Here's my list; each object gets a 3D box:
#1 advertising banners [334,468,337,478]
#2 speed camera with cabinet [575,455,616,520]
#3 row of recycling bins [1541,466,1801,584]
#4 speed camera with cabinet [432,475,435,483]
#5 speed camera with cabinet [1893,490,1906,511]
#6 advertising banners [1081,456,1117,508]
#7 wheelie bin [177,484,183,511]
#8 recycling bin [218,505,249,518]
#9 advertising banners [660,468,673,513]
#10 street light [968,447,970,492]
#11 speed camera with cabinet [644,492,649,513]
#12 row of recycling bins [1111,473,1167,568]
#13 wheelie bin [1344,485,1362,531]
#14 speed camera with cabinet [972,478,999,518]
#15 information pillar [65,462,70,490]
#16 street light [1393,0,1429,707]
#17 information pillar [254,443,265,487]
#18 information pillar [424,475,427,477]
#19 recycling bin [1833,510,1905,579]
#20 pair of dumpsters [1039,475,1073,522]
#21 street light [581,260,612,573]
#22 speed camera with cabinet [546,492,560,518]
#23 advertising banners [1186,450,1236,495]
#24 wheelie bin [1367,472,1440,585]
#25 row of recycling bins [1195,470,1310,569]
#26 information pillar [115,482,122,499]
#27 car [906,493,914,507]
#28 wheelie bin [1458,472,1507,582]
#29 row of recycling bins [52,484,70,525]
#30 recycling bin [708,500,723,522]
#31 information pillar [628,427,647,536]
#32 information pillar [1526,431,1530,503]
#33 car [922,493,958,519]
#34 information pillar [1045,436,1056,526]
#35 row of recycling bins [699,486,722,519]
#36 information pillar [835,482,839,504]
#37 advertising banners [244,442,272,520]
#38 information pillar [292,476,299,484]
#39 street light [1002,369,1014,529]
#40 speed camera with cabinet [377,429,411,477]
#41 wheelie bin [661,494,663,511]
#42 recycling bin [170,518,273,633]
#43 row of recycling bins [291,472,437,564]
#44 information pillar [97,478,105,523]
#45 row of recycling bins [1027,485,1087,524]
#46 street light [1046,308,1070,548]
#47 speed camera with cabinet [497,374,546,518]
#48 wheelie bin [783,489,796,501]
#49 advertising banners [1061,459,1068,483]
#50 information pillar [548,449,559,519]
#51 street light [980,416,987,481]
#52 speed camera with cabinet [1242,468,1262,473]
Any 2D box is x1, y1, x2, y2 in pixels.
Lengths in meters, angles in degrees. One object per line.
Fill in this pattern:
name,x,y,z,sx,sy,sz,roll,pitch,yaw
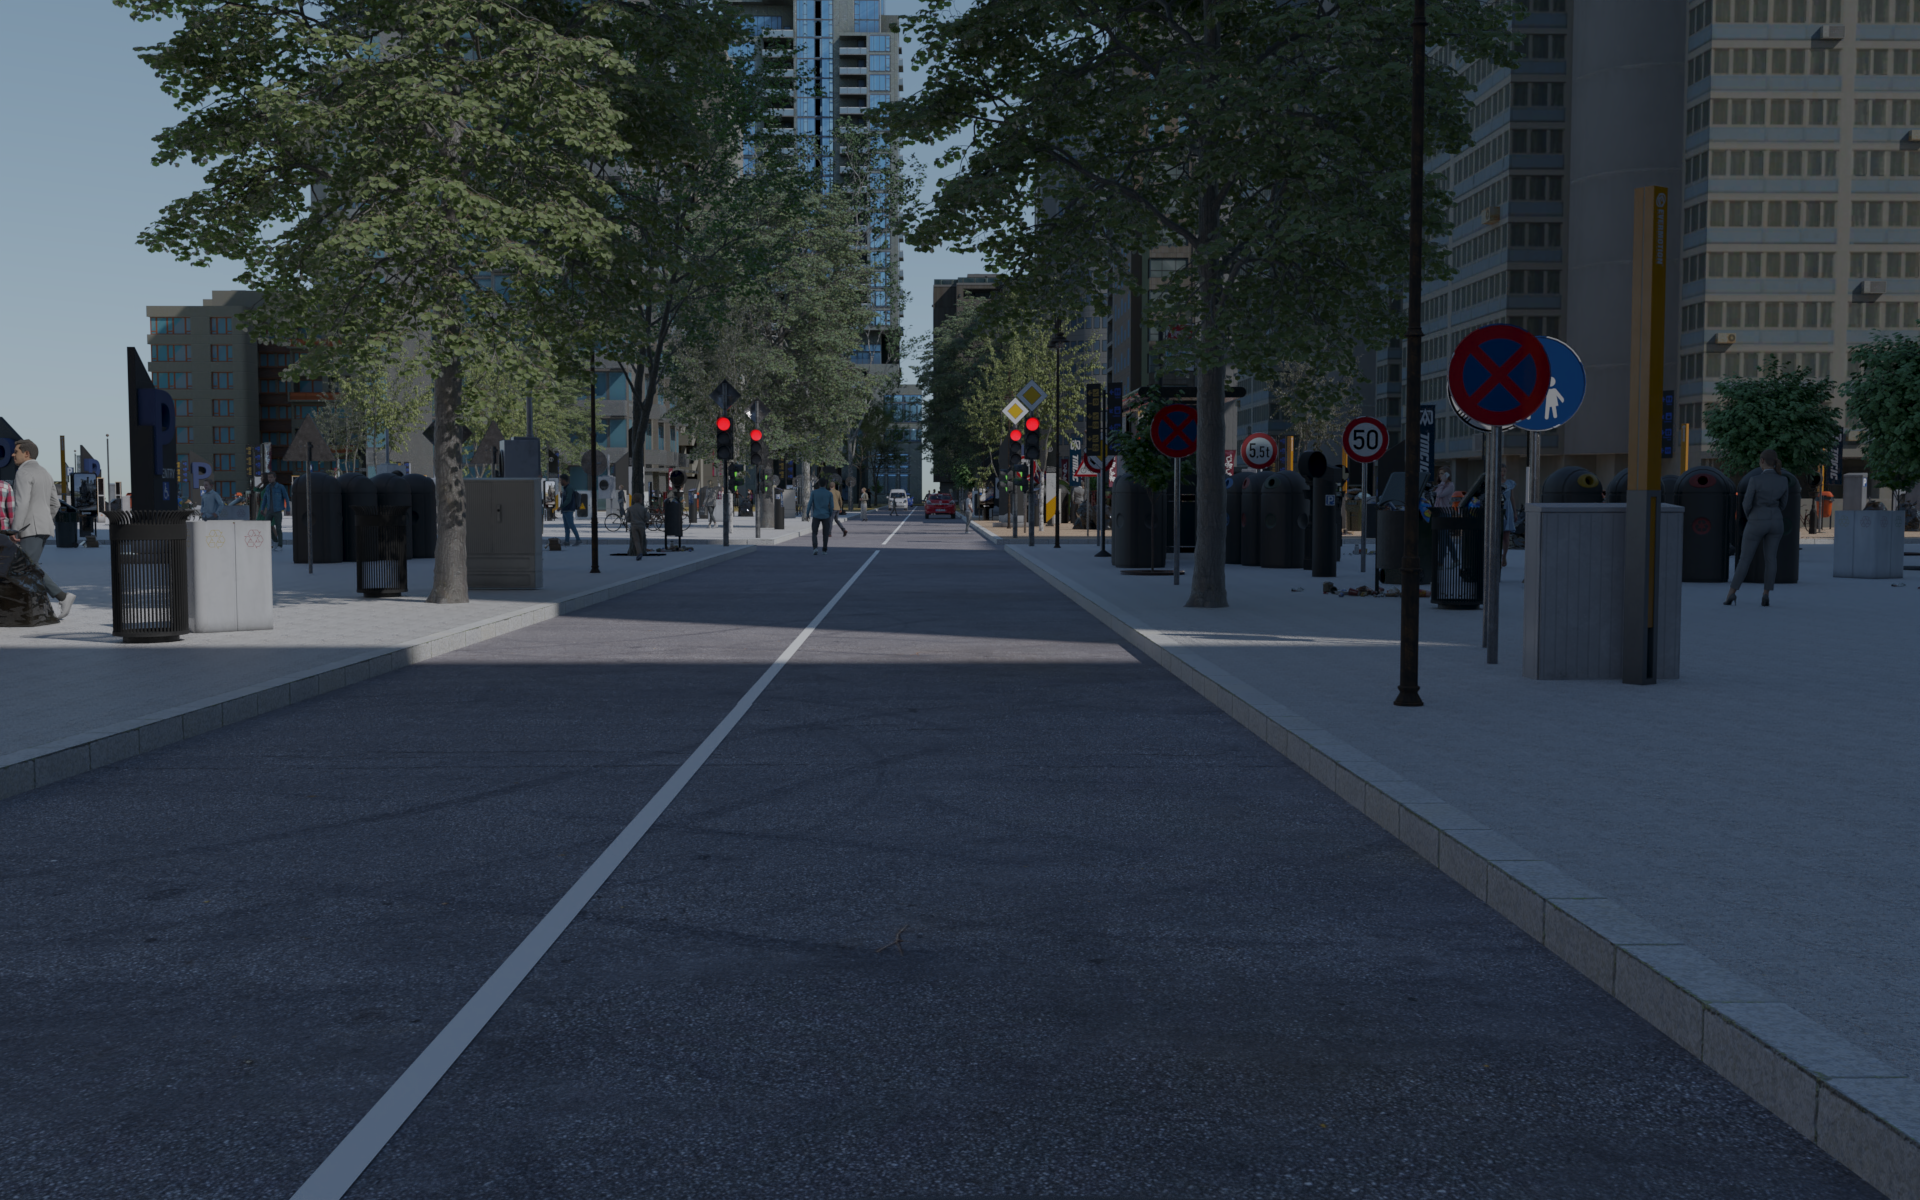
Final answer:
advertising banners,-41.542,-7.220,114.238,0.090,3.025,2.074,1,4,16
speed camera with cabinet,-18.267,-5.646,86.655,2.038,3.252,0.660,1,4,20
row of recycling bins,10.390,-1.122,25.461,3.534,1.692,1.069,1,4,13
speed camera with cabinet,-34.714,-7.179,111.715,2.038,3.252,0.660,0,4,-5
speed camera with cabinet,35.526,-4.243,63.711,2.038,3.252,0.660,1,4,19
advertising banners,6.201,-5.127,80.007,2.074,3.025,0.090,2,4,29
wheelie bin,-24.486,-2.793,53.571,0.980,1.594,0.693,0,4,-3
recycling bin,-16.027,-1.557,38.019,0.722,1.027,0.722,-2,4,-31
advertising banners,-19.738,-7.312,115.745,0.090,3.025,2.074,2,4,23
street light,0.669,-9.292,124.719,0.468,5.910,1.993,0,4,-1
speed camera with cabinet,-21.623,-7.451,116.156,0.660,3.252,2.038,2,4,31
row of recycling bins,3.274,-1.496,31.572,1.069,1.692,3.534,0,4,7
wheelie bin,13.734,-3.179,59.883,0.980,1.594,0.693,3,5,42
speed camera with cabinet,1.679,-5.985,92.198,2.038,3.252,0.660,2,4,26
information pillar,-63.421,-8.053,123.013,0.504,3.616,0.183,2,4,33
street light,2.727,-2.297,10.351,0.468,5.910,1.993,0,4,-1
information pillar,-32.360,-5.425,80.055,0.504,3.616,0.183,1,4,18
information pillar,-21.010,-3.859,67.582,0.304,2.012,0.304,1,4,19
recycling bin,13.917,-0.854,26.522,0.722,1.027,0.722,-2,4,-28
pair of dumpsters,4.435,-4.841,81.651,1.574,2.255,4.437,0,4,-1
street light,-5.932,-3.376,27.982,0.468,5.910,1.993,0,4,-1
speed camera with cabinet,-22.931,-6.181,95.399,0.660,3.252,2.038,-2,4,-35
advertising banners,9.839,-4.412,68.329,2.074,3.025,0.090,0,4,6
wheelie bin,6.388,-1.027,24.702,0.693,1.594,0.980,-3,5,-41
row of recycling bins,5.312,-1.488,31.437,1.069,1.692,3.534,-1,4,-17
information pillar,-49.769,-5.992,102.464,0.304,2.012,0.304,-1,4,-14
car,-6.090,-11.179,192.372,1.945,1.707,3.694,0,4,0
wheelie bin,7.648,-1.067,25.347,0.693,1.594,0.980,1,4,13
row of recycling bins,-37.894,-3.976,72.124,1.069,1.692,3.534,-1,4,-11
recycling bin,-11.287,-4.154,80.467,0.722,1.027,0.722,0,4,2
information pillar,-9.771,-3.732,52.378,0.504,3.616,0.183,1,4,14
information pillar,17.440,-3.777,53.111,0.183,3.616,0.504,2,4,27
car,-1.171,-5.650,101.421,2.155,1.783,4.494,0,4,-1
information pillar,3.642,-4.728,68.663,0.504,3.616,0.183,0,3,0
row of recycling bins,-12.836,-5.114,90.723,1.069,1.692,3.534,0,4,7
information pillar,-7.489,-6.113,104.439,0.304,2.012,0.304,-2,4,-26
advertising banners,-23.987,-3.854,59.196,2.074,3.025,0.090,3,5,43
information pillar,-26.734,-3.999,69.875,0.304,2.012,0.304,0,4,-4
street light,1.815,-5.583,64.074,0.468,5.910,1.993,0,4,-1
speed camera with cabinet,-17.588,-3.516,51.815,0.660,3.252,2.038,3,4,36
wheelie bin,-21.594,-7.079,123.646,0.693,1.594,0.980,-2,4,-32
recycling bin,-6.995,-0.235,16.390,0.722,1.027,0.722,-3,5,-43
row of recycling bins,-11.394,-1.611,33.449,1.069,1.692,3.534,1,4,23
information pillar,-38.518,-4.472,77.606,0.304,2.012,0.304,-3,5,-40
row of recycling bins,4.028,-4.218,76.083,3.534,1.692,1.069,2,4,31
street light,2.314,-4.174,41.026,0.468,5.910,1.993,0,4,-1
speed camera with cabinet,-7.398,-2.102,28.711,0.660,3.252,2.038,-1,4,-21
wheelie bin,-10.390,-5.916,104.635,0.980,1.594,0.693,-2,4,-28
advertising banners,5.684,-5.449,85.274,0.090,3.025,2.074,-3,5,-40
information pillar,-20.945,-5.985,89.202,0.504,3.616,0.183,0,4,-7
street light,1.300,-7.443,94.478,0.468,5.910,1.993,0,4,-1
speed camera with cabinet,10.462,-4.080,61.036,0.660,3.252,2.038,2,4,25
